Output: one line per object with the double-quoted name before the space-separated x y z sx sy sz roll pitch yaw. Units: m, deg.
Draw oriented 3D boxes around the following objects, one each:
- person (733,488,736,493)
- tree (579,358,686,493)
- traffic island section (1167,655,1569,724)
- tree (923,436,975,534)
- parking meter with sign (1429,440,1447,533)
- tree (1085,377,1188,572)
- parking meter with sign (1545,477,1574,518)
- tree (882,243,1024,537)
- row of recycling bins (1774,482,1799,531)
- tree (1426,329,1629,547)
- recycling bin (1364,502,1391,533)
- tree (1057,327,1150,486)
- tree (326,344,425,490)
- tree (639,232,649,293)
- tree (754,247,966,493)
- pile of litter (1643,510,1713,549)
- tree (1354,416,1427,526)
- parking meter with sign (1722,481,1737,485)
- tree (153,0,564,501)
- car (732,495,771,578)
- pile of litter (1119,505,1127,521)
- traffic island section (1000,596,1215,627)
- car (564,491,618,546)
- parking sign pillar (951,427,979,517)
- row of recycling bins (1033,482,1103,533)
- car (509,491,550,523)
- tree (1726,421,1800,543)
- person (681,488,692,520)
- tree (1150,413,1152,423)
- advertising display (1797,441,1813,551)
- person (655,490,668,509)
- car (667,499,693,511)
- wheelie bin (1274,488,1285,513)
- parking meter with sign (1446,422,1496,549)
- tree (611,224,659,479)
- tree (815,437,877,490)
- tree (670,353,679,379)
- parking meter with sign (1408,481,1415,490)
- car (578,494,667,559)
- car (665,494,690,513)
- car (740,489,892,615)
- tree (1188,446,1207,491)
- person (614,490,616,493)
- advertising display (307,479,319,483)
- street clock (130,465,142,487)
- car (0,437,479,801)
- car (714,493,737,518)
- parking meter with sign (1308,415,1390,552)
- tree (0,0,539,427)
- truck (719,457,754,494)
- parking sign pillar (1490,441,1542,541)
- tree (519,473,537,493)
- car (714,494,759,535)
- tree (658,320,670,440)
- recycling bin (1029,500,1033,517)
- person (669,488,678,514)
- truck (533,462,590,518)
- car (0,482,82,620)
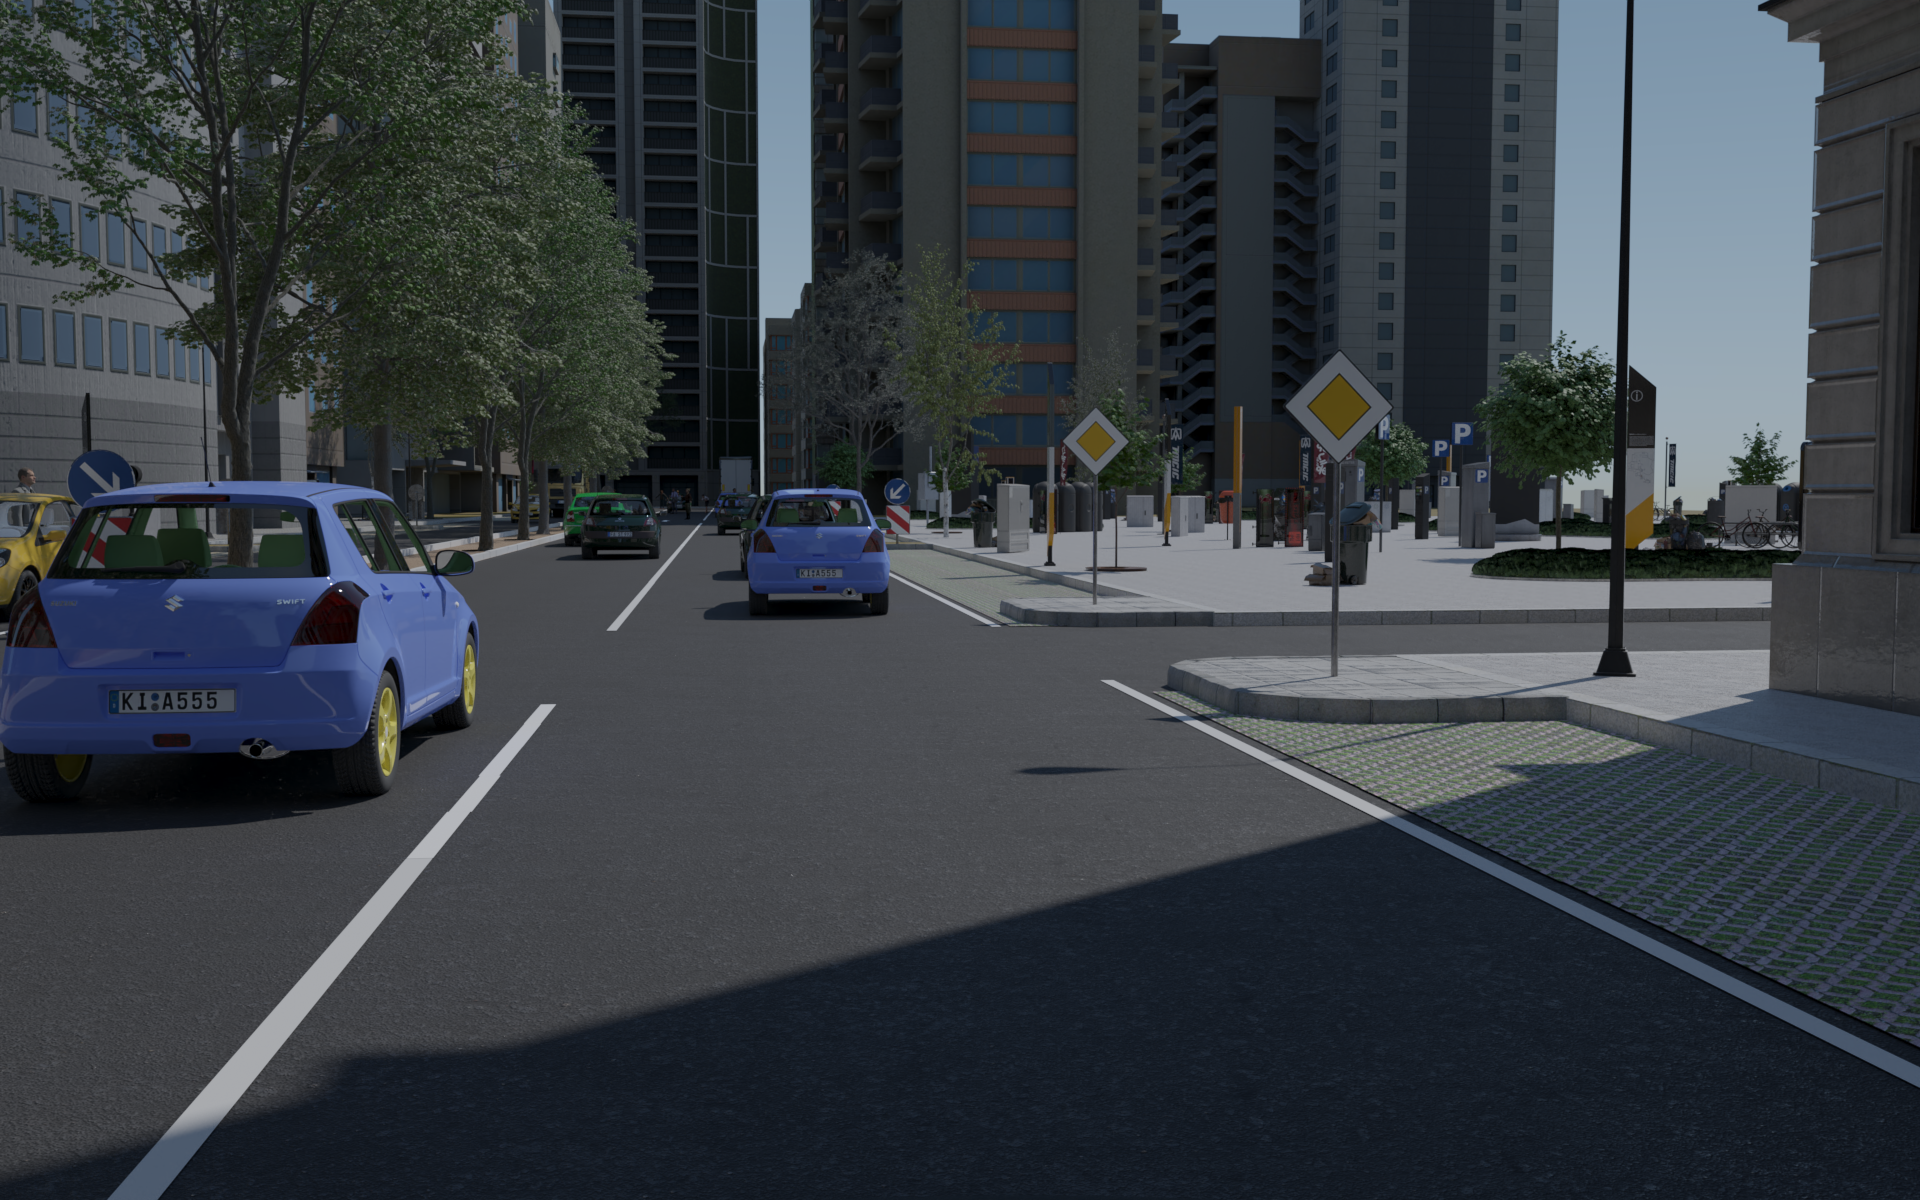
"person" -15.061 -6.570 115.859 1.348 1.831 0.705 -3 5 -39
"tree" -17.660 -9.060 85.004 8.767 10.594 7.601 0 4 -8
"traffic island section" 2.654 0.616 12.204 2.009 0.180 2.903 0 4 -8
"tree" -0.529 -3.777 56.363 1.663 3.219 1.824 0 3 0
"parking meter with sign" 15.887 -3.679 56.417 0.543 3.016 1.738 2 4 31
"tree" 2.577 -2.092 28.805 1.663 3.219 1.824 0 3 0
"parking meter with sign" 26.234 -4.908 76.507 1.738 3.016 0.543 3 5 43
"tree" -0.356 -6.141 50.765 4.737 8.622 4.395 0 3 0
"row of recycling bins" 29.027 -3.214 59.669 1.069 1.692 3.534 -1 4 -19
"tree" 11.982 -3.115 34.649 4.285 4.588 4.351 0 3 0
"recycling bin" 13.991 -2.783 58.053 0.722 1.027 0.722 0 4 -5
"tree" 6.251 -7.737 76.870 4.360 8.622 3.978 0 3 0
"tree" -25.247 -7.629 75.094 4.360 8.622 3.978 0 3 0
"tree" -11.690 -7.004 42.735 9.928 11.665 9.643 0 3 0
"tree" -4.889 -10.697 85.263 12.009 13.543 11.850 0 3 0
"pile of litter" 16.486 -1.577 39.755 1.719 0.858 1.176 3 5 44
"tree" 17.454 -5.331 70.883 4.285 4.588 4.351 0 3 0
"parking meter with sign" 43.500 -6.220 97.963 1.738 3.016 0.543 0 4 1
"tree" -10.655 -6.790 31.606 7.486 12.596 7.792 0 3 0
"car" -3.037 -1.292 30.909 2.009 1.686 4.222 -1 4 -9
"pile of litter" 8.389 -4.245 83.365 1.176 0.858 1.719 -1 4 -20
"traffic island section" 1.584 0.132 20.117 2.009 0.180 2.903 0 4 -8
"car" -10.203 -2.472 49.207 1.959 1.807 4.718 0 4 -7
"parking sign pillar" 0.202 -4.996 70.155 1.447 3.967 1.447 -3 4 -38
"row of recycling bins" 3.713 -3.148 58.587 1.069 1.692 3.534 3 4 38
"car" -21.537 -4.686 86.841 2.015 1.641 3.980 -1 4 -9
"tree" 21.281 -3.160 46.263 1.663 3.219 1.824 0 3 0
"person" -15.378 -5.402 97.338 0.721 1.766 1.217 -3 4 -36
"tree" 8.098 -8.828 94.692 4.360 8.622 3.978 0 3 0
"advertising display" 10.698 -0.997 21.514 0.974 1.923 0.123 -3 5 -39
"person" -28.901 -9.743 167.814 1.348 1.821 0.705 1 4 10
"car" -23.046 -7.970 142.113 2.131 1.459 4.920 0 4 -6
"wheelie bin" 16.746 -5.053 90.519 0.693 1.594 0.980 -2 4 -35
"parking meter with sign" 12.314 -2.762 41.415 0.543 3.016 1.738 0 4 -7
"tree" -14.962 -8.625 61.610 7.486 12.596 7.792 0 3 0
"tree" -6.298 -6.908 96.664 4.285 4.588 4.351 0 3 0
"tree" -16.377 -9.548 76.700 7.486 12.596 7.792 0 3 0
"parking meter with sign" 24.617 -5.915 92.972 0.543 3.016 1.738 -2 4 -26
"car" -7.715 -1.821 39.561 2.009 1.686 4.222 -1 4 -9
"car" -21.275 -7.410 130.946 2.009 1.686 4.222 -1 4 -9
"car" -1.809 -0.749 21.841 1.945 1.707 3.694 0 4 -6
"tree" 7.542 -3.958 59.317 1.663 3.219 1.824 0 3 0
"person" -29.865 -8.621 149.471 0.705 1.822 1.348 0 4 -7
"advertising display" -28.224 -4.292 75.394 0.974 1.923 0.123 2 4 34
"street clock" -20.793 -2.380 43.489 0.471 2.002 0.358 0 4 -2
"car" -3.704 0.009 9.446 1.945 1.707 3.694 0 4 -7
"car" -14.235 -5.951 106.886 1.945 1.707 3.694 0 4 -6
"parking meter with sign" 8.602 -2.584 38.508 1.738 3.016 0.543 3 4 38
"tree" -9.347 -5.757 22.342 9.928 11.665 9.643 0 3 0
"truck" -17.539 -8.990 135.901 2.839 4.237 11.283 0 4 -7
"parking sign pillar" 15.237 -3.612 47.536 1.447 3.967 1.447 1 4 16
"tree" -34.488 -8.756 137.767 1.663 3.219 1.824 0 3 0
"car" -7.761 -3.175 61.706 2.009 1.686 4.222 0 4 -7
"tree" -15.807 -9.086 69.136 7.486 12.596 7.792 0 3 0
"recycling bin" 2.986 -3.867 75.784 0.722 1.027 0.722 2 4 35
"person" -20.408 -7.021 123.163 0.709 1.838 0.599 2 4 30
"truck" -24.090 -6.780 106.770 3.469 3.379 9.791 0 4 -7
"car" -11.466 -0.637 20.635 2.015 1.641 3.980 0 4 -6
